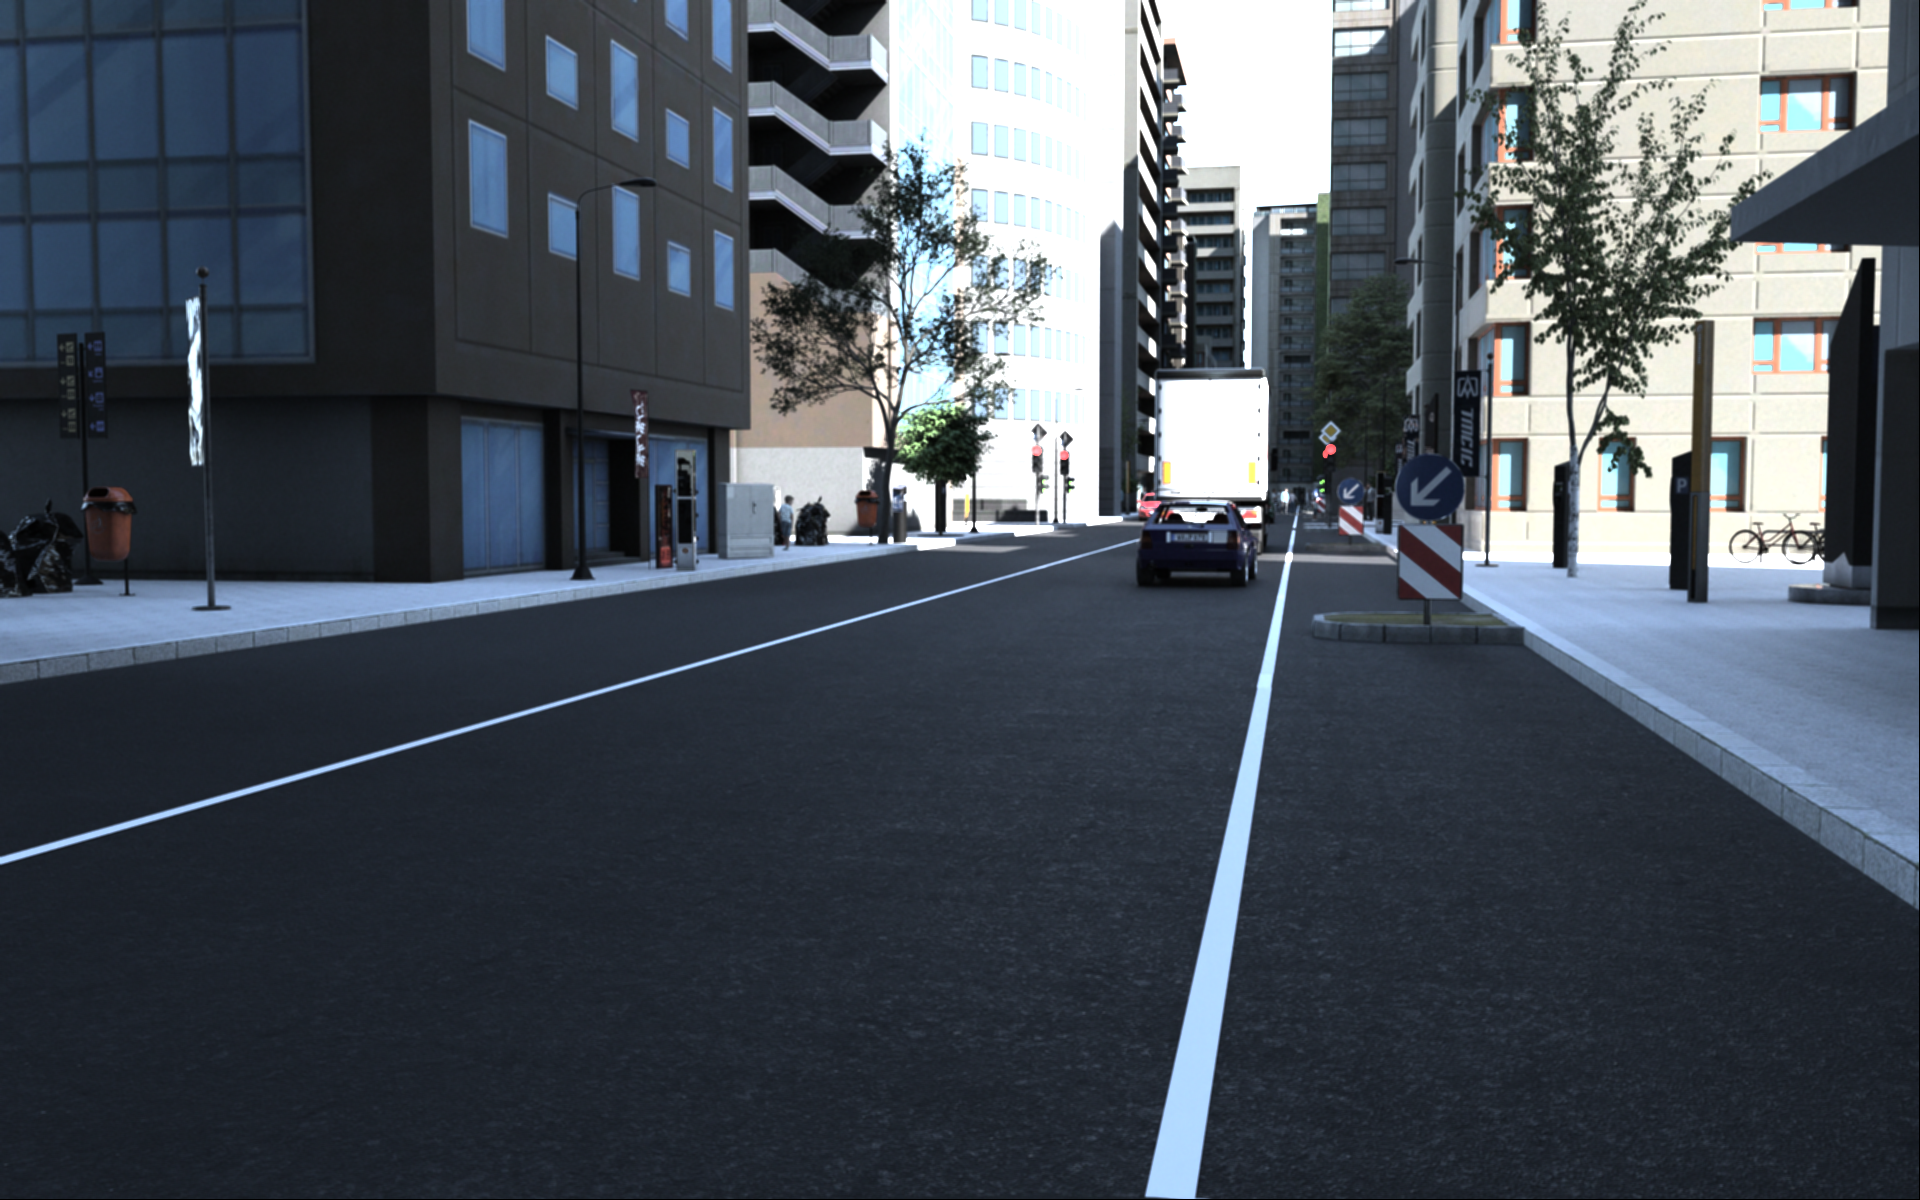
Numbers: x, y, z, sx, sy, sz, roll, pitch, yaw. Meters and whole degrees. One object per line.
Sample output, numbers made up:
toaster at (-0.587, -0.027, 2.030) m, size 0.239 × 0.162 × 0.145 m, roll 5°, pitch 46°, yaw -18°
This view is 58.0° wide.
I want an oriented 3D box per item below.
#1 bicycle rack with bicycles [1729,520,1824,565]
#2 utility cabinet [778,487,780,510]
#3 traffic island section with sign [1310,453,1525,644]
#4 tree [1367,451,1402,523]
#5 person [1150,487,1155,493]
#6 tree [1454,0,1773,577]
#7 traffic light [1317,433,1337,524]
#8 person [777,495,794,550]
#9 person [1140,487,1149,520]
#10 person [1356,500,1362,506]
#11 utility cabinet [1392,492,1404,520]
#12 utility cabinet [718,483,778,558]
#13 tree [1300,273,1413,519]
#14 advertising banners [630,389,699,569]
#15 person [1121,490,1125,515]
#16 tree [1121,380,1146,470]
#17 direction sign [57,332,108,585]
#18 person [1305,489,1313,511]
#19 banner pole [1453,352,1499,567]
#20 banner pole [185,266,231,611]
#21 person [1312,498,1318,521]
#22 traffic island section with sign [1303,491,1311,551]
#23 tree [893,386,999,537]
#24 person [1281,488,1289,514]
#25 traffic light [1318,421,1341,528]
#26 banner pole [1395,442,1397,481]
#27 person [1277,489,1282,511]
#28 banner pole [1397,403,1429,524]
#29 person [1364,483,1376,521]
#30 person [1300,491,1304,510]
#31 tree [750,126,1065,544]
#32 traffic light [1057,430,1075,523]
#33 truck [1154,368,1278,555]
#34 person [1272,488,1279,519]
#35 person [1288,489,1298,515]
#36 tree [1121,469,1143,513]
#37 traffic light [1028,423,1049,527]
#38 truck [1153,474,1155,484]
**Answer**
bicycle rack with bicycles at (16.033, -1.115, 31.608) m, size 2.852 × 0.926 × 2.925 m, roll -2°, pitch 4°, yaw -32°
utility cabinet at (-5.559, -2.554, 50.431) m, size 0.318 × 1.500 × 1.173 m, roll 1°, pitch 4°, yaw 14°
traffic island section with sign at (4.615, -0.551, 17.645) m, size 1.989 × 1.847 × 2.006 m, roll 1°, pitch 4°, yaw 11°
tree at (19.185, -5.062, 77.368) m, size 1.663 × 3.219 × 1.824 m, roll 0°, pitch 3°, yaw 0°
person at (11.200, -5.683, 101.386) m, size 0.822 × 1.834 × 0.622 m, roll 0°, pitch 4°, yaw 7°
tree at (9.635, -4.645, 26.306) m, size 4.737 × 8.622 × 4.395 m, roll 0°, pitch 3°, yaw 0°
traffic light at (15.675, -5.206, 74.031) m, size 0.839 × 4.253 × 0.868 m, roll 1°, pitch 4°, yaw 11°
person at (-3.968, -1.759, 39.483) m, size 0.332 × 1.250 × 0.352 m, roll 3°, pitch 4°, yaw 37°
person at (10.288, -5.367, 96.029) m, size 0.659 × 1.850 × 0.755 m, roll 0°, pitch 4°, yaw 4°
person at (20.280, -5.027, 88.411) m, size 0.590 × 1.801 × 0.661 m, roll 0°, pitch 4°, yaw 3°
utility cabinet at (21.583, -4.631, 84.398) m, size 0.318 × 1.500 × 1.173 m, roll -2°, pitch 4°, yaw -30°
utility cabinet at (-4.243, -1.575, 34.427) m, size 1.173 × 1.500 × 0.318 m, roll -3°, pitch 5°, yaw -44°
tree at (21.360, -10.480, 89.478) m, size 7.486 × 12.596 × 7.792 m, roll 0°, pitch 3°, yaw 0°
advertising banners at (-5.092, -2.059, 29.853) m, size 0.090 × 3.025 × 2.074 m, roll 1°, pitch 4°, yaw 22°
person at (9.911, -6.146, 106.549) m, size 0.620 × 1.820 × 0.660 m, roll 2°, pitch 4°, yaw 25°
tree at (10.007, -9.898, 112.197) m, size 4.737 × 8.622 × 4.395 m, roll 0°, pitch 3°, yaw 0°
direction sign at (-12.352, -1.984, 24.436) m, size 0.876 × 3.537 × 0.379 m, roll 1°, pitch 4°, yaw 22°
person at (28.905, -8.266, 143.529) m, size 0.514 × 1.842 × 0.818 m, roll -2°, pitch 4°, yaw -24°
banner pole at (9.178, -2.496, 30.826) m, size 0.863 × 3.779 × 0.401 m, roll 2°, pitch 4°, yaw 29°
banner pole at (-8.465, -1.792, 19.311) m, size 0.401 × 3.779 × 0.863 m, roll -3°, pitch 5°, yaw -40°
person at (18.792, -4.804, 91.737) m, size 0.332 × 1.250 × 0.352 m, roll 1°, pitch 4°, yaw 14°
traffic island section with sign at (9.820, -2.169, 44.095) m, size 1.989 × 1.847 × 2.006 m, roll 1°, pitch 4°, yaw 11°
tree at (-0.511, -4.231, 52.884) m, size 4.285 × 4.588 × 4.351 m, roll 0°, pitch 3°, yaw 0°
person at (23.411, -7.125, 124.848) m, size 0.638 × 1.841 × 0.748 m, roll -1°, pitch 4°, yaw -8°
traffic light at (14.134, -4.726, 66.195) m, size 0.839 × 4.253 × 0.868 m, roll 1°, pitch 4°, yaw 11°
banner pole at (18.679, -5.067, 72.858) m, size 0.863 × 3.779 × 0.401 m, roll 2°, pitch 4°, yaw 29°
person at (25.940, -8.085, 140.562) m, size 0.818 × 1.842 × 0.514 m, roll -3°, pitch 4°, yaw -39°
banner pole at (12.650, -3.546, 47.990) m, size 0.863 × 3.779 × 0.401 m, roll 1°, pitch 4°, yaw 21°
person at (19.570, -4.672, 82.619) m, size 0.473 × 1.802 × 0.592 m, roll -1°, pitch 4°, yaw -22°
person at (30.797, -8.946, 155.480) m, size 0.721 × 1.735 × 1.217 m, roll 0°, pitch 4°, yaw 4°
tree at (-1.772, -6.722, 44.323) m, size 8.767 × 10.594 × 7.601 m, roll -3°, pitch 5°, yaw -45°
traffic light at (4.622, -5.337, 76.180) m, size 0.839 × 4.253 × 0.868 m, roll 1°, pitch 4°, yaw 11°
truck at (6.625, -3.382, 44.202) m, size 2.839 × 4.237 × 11.283 m, roll 1°, pitch 4°, yaw 11°
person at (18.060, -5.505, 99.072) m, size 0.524 × 1.755 × 0.480 m, roll 2°, pitch 4°, yaw 25°
person at (22.444, -6.554, 116.322) m, size 0.731 × 1.740 × 0.598 m, roll -2°, pitch 4°, yaw -33°
tree at (11.666, -7.658, 119.812) m, size 1.663 × 3.219 × 1.824 m, roll 0°, pitch 3°, yaw 0°
traffic light at (3.081, -4.858, 68.345) m, size 0.839 × 4.253 × 0.868 m, roll 1°, pitch 4°, yaw 11°
truck at (15.098, -7.888, 117.879) m, size 2.839 × 4.237 × 11.283 m, roll 1°, pitch 4°, yaw 13°
